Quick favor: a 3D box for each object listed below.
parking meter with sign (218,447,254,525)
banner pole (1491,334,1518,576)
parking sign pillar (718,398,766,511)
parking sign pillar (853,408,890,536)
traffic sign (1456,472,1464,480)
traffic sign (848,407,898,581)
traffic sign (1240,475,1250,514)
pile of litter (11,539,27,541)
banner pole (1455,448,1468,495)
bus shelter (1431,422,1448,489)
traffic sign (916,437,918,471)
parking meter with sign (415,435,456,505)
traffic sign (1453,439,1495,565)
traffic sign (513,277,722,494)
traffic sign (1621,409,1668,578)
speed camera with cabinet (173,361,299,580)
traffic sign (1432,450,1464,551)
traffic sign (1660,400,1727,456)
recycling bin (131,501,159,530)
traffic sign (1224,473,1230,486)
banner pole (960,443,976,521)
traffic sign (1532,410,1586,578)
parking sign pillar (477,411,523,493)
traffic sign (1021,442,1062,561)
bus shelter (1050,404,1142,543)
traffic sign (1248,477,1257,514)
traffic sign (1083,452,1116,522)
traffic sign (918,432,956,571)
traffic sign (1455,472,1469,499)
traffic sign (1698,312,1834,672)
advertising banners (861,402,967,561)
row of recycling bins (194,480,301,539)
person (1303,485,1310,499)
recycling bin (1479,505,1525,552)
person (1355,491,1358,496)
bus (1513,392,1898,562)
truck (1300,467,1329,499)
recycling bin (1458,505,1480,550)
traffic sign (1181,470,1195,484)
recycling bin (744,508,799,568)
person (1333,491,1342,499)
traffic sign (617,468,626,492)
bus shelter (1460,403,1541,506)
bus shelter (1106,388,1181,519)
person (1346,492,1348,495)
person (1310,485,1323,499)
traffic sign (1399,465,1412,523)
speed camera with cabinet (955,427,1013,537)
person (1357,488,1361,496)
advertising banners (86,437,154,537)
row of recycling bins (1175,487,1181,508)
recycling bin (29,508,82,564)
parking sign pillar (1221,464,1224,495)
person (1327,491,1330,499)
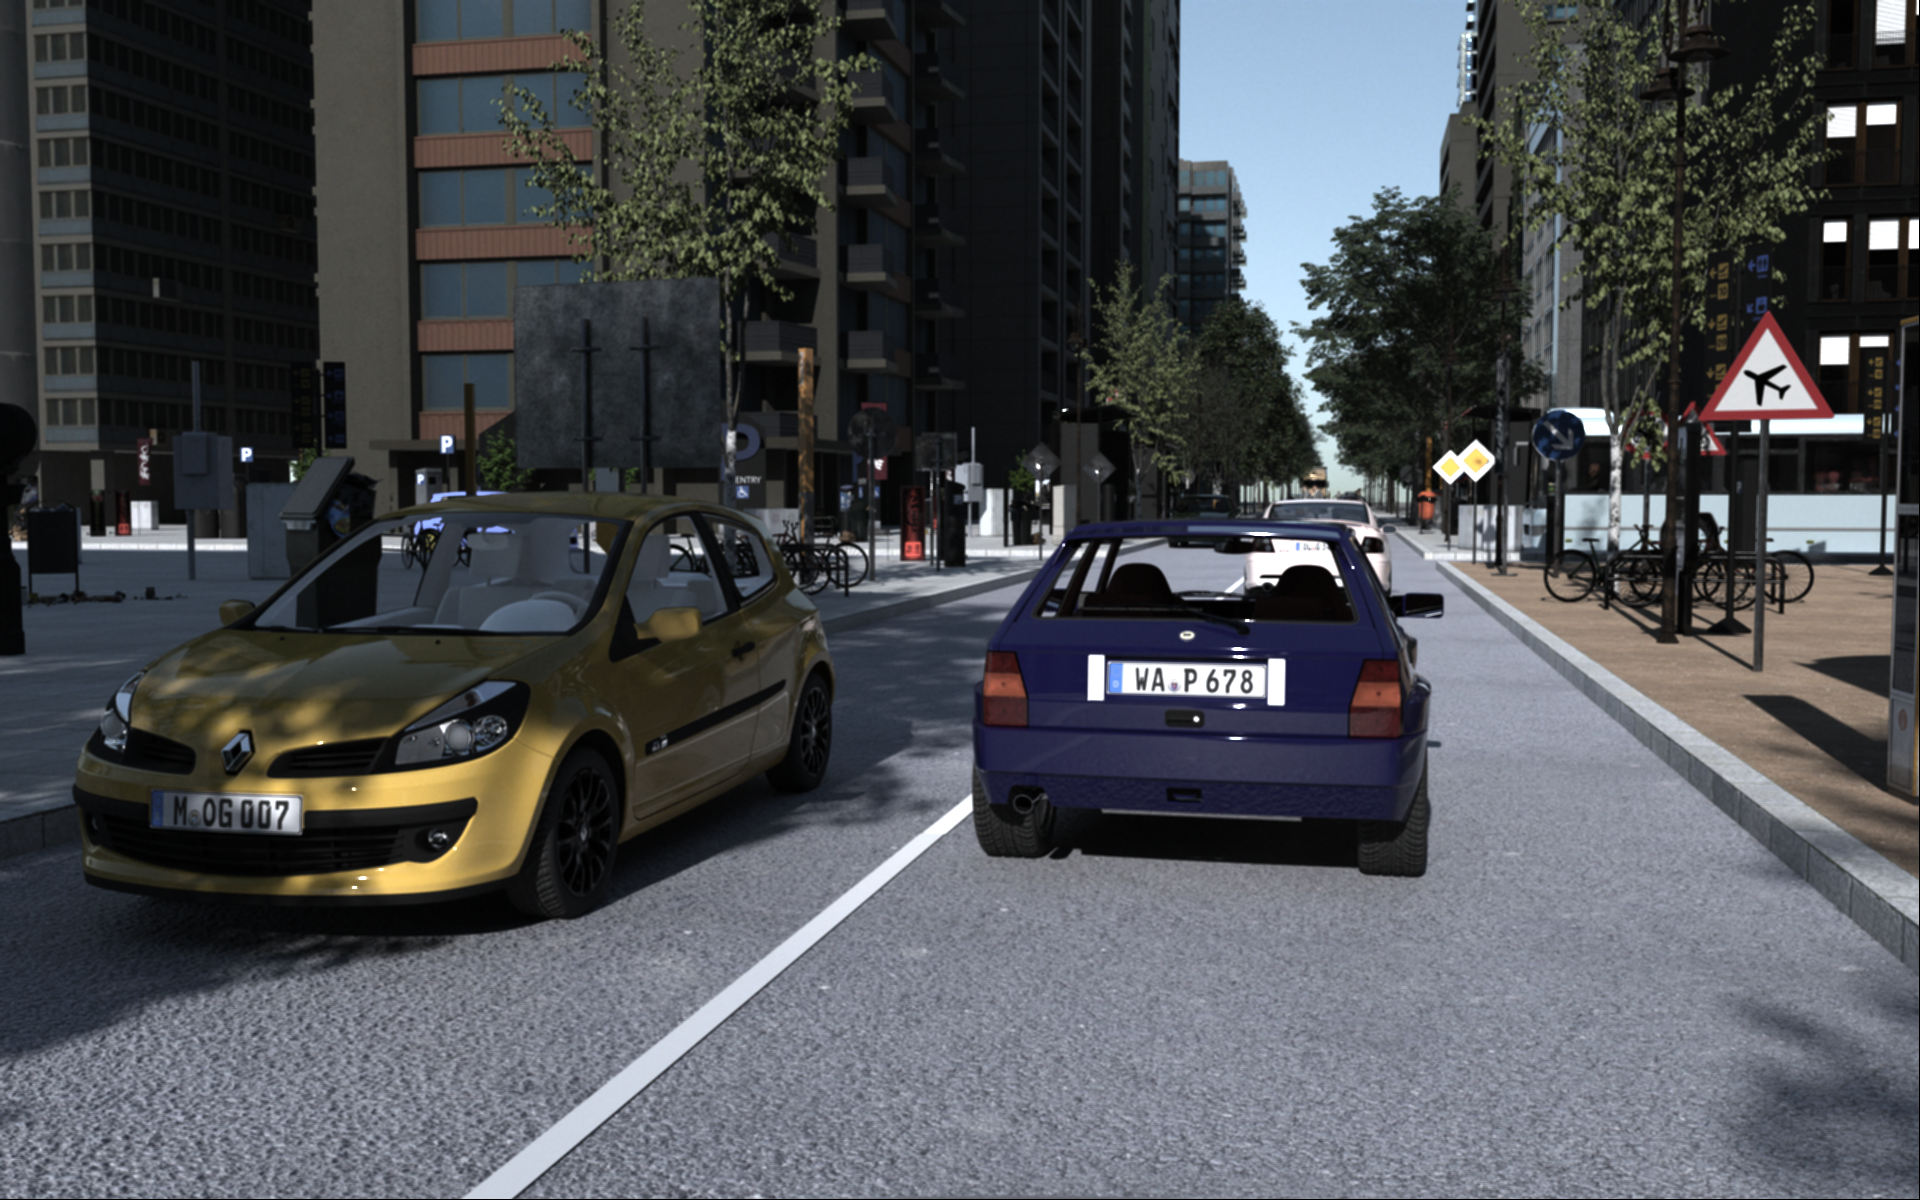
[{"bbox_3d":[-26.755,-4.132,63.823,0.543,3.016,1.738,1,4,13],"label":"parking meter with sign"},{"bbox_3d":[8.430,-2.257,26.926,0.401,3.779,0.863,2,4,34],"label":"banner pole"},{"bbox_3d":[-5.987,-3.618,47.629,1.447,3.967,1.447,0,4,-6],"label":"parking sign pillar"},{"bbox_3d":[-2.894,-3.990,53.716,1.447,3.967,1.447,-2,4,-24],"label":"parking sign pillar"},{"bbox_3d":[18.140,-3.891,63.730,0.768,2.556,0.104,1,4,22],"label":"traffic sign"},{"bbox_3d":[-1.294,-1.550,25.443,0.768,2.556,0.104,1,4,14],"label":"traffic sign"},{"bbox_3d":[18.146,-6.750,110.463,0.768,2.556,0.104,1,4,13],"label":"traffic sign"},{"bbox_3d":[-25.650,-2.078,47.932,1.176,0.858,1.719,2,4,27],"label":"pile of litter"},{"bbox_3d":[24.198,-5.736,83.803,0.863,3.779,0.401,3,5,40],"label":"banner pole"},{"bbox_3d":[25.383,-7.092,93.592,2.179,5.291,8.768,1,4,13],"label":"bus shelter"},{"bbox_3d":[-0.500,-1.760,30.903,0.606,2.300,0.079,1,4,13],"label":"traffic sign"},{"bbox_3d":[-15.526,-3.322,50.572,0.543,3.016,1.738,2,4,27],"label":"parking meter with sign"},{"bbox_3d":[9.351,-1.700,31.445,0.795,2.450,0.064,1,4,13],"label":"traffic sign"},{"bbox_3d":[-3.317,-1.392,16.628,2.265,3.308,0.079,1,4,20],"label":"traffic sign"},{"bbox_3d":[10.100,-1.551,25.469,0.768,2.556,0.104,1,4,18],"label":"traffic sign"},{"bbox_3d":[-10.677,-1.939,26.039,2.038,3.252,0.660,0,4,0],"label":"speed camera with cabinet"},{"bbox_3d":[11.092,-2.177,39.239,0.795,2.450,0.064,1,4,13],"label":"traffic sign"},{"bbox_3d":[10.134,-1.469,24.017,0.884,2.594,0.081,1,4,21],"label":"traffic sign"},{"bbox_3d":[-29.119,-3.016,61.871,0.722,1.027,0.722,0,4,-6],"label":"recycling bin"},{"bbox_3d":[16.555,-6.493,106.259,0.768,2.556,0.104,1,4,16],"label":"traffic sign"},{"bbox_3d":[0.377,-5.746,83.959,0.863,3.779,0.401,0,4,-2],"label":"banner pole"},{"bbox_3d":[9.085,-1.603,26.320,0.768,2.556,0.104,1,4,22],"label":"traffic sign"},{"bbox_3d":[-14.106,-3.954,53.121,1.447,3.967,1.447,-2,4,-27],"label":"parking sign pillar"},{"bbox_3d":[1.552,-1.808,33.202,0.795,2.450,0.064,1,4,13],"label":"traffic sign"},{"bbox_3d":[3.853,-3.498,48.476,1.731,3.624,6.357,1,4,13],"label":"bus shelter"},{"bbox_3d":[18.636,-6.788,111.092,0.768,2.556,0.104,1,4,16],"label":"traffic sign"},{"bbox_3d":[3.293,-2.285,40.995,0.795,2.450,0.064,1,4,13],"label":"traffic sign"},{"bbox_3d":[-0.359,-1.626,28.720,0.606,2.300,0.079,1,4,20],"label":"traffic sign"},{"bbox_3d":[22.152,-4.689,76.774,0.768,2.556,0.104,1,4,19],"label":"traffic sign"},{"bbox_3d":[5.766,-0.761,12.440,0.884,2.594,0.081,1,4,22],"label":"traffic sign"},{"bbox_3d":[-0.874,-2.257,33.090,2.074,3.025,0.090,-1,4,-14],"label":"advertising banners"},{"bbox_3d":[-20.544,-2.640,50.277,3.534,1.692,1.069,0,4,-4],"label":"row of recycling bins"},{"bbox_3d":[14.933,-4.049,74.819,0.853,1.813,0.709,1,4,16],"label":"person"},{"bbox_3d":[12.154,-1.601,38.725,0.722,1.027,0.722,2,4,35],"label":"recycling bin"},{"bbox_3d":[32.288,-8.027,140.571,0.721,1.723,1.217,2,4,34],"label":"person"},{"bbox_3d":[17.267,-2.414,34.323,13.247,3.499,2.948,1,4,13],"label":"bus"},{"bbox_3d":[36.902,-11.699,180.189,2.839,4.237,11.283,1,4,12],"label":"truck"},{"bbox_3d":[12.017,-1.683,40.066,0.722,1.027,0.722,-1,4,-14],"label":"recycling bin"},{"bbox_3d":[11.893,-5.522,90.394,0.768,2.556,0.104,1,4,14],"label":"traffic sign"},{"bbox_3d":[-3.269,-1.071,30.063,0.722,1.027,0.722,-3,5,-43],"label":"recycling bin"},{"bbox_3d":[37.527,-9.935,171.671,1.217,1.736,0.721,1,4,14],"label":"person"},{"bbox_3d":[-3.347,-1.041,17.129,0.768,2.556,0.104,1,4,21],"label":"traffic sign"},{"bbox_3d":[14.766,-3.440,47.520,1.731,3.624,6.357,1,4,13],"label":"bus shelter"},{"bbox_3d":[7.129,-5.513,67.776,2.179,5.291,8.768,1,4,13],"label":"bus shelter"},{"bbox_3d":[54.611,-14.406,244.868,0.721,1.723,1.217,0,4,1],"label":"person"},{"bbox_3d":[14.495,-3.780,70.491,0.473,1.802,0.592,0,4,-5],"label":"person"},{"bbox_3d":[19.539,-4.614,75.541,0.768,2.556,0.104,1,4,18],"label":"traffic sign"},{"bbox_3d":[0.727,-3.524,51.957,0.660,3.252,2.038,3,5,43],"label":"speed camera with cabinet"},{"bbox_3d":[27.452,-6.753,118.918,0.705,1.823,1.348,1,4,18],"label":"person"},{"bbox_3d":[-25.657,-3.473,52.964,0.090,3.025,2.074,3,5,41],"label":"advertising banners"},{"bbox_3d":[8.924,-4.229,76.260,1.069,1.692,3.534,1,4,22],"label":"row of recycling bins"},{"bbox_3d":[-16.601,-1.176,31.785,0.722,1.027,0.722,-3,5,-40],"label":"recycling bin"},{"bbox_3d":[16.563,-7.466,110.533,1.447,3.967,1.447,1,4,14],"label":"parking sign pillar"},{"bbox_3d":[51.407,-14.252,241.532,0.705,1.823,1.348,-1,4,-9],"label":"person"}]
